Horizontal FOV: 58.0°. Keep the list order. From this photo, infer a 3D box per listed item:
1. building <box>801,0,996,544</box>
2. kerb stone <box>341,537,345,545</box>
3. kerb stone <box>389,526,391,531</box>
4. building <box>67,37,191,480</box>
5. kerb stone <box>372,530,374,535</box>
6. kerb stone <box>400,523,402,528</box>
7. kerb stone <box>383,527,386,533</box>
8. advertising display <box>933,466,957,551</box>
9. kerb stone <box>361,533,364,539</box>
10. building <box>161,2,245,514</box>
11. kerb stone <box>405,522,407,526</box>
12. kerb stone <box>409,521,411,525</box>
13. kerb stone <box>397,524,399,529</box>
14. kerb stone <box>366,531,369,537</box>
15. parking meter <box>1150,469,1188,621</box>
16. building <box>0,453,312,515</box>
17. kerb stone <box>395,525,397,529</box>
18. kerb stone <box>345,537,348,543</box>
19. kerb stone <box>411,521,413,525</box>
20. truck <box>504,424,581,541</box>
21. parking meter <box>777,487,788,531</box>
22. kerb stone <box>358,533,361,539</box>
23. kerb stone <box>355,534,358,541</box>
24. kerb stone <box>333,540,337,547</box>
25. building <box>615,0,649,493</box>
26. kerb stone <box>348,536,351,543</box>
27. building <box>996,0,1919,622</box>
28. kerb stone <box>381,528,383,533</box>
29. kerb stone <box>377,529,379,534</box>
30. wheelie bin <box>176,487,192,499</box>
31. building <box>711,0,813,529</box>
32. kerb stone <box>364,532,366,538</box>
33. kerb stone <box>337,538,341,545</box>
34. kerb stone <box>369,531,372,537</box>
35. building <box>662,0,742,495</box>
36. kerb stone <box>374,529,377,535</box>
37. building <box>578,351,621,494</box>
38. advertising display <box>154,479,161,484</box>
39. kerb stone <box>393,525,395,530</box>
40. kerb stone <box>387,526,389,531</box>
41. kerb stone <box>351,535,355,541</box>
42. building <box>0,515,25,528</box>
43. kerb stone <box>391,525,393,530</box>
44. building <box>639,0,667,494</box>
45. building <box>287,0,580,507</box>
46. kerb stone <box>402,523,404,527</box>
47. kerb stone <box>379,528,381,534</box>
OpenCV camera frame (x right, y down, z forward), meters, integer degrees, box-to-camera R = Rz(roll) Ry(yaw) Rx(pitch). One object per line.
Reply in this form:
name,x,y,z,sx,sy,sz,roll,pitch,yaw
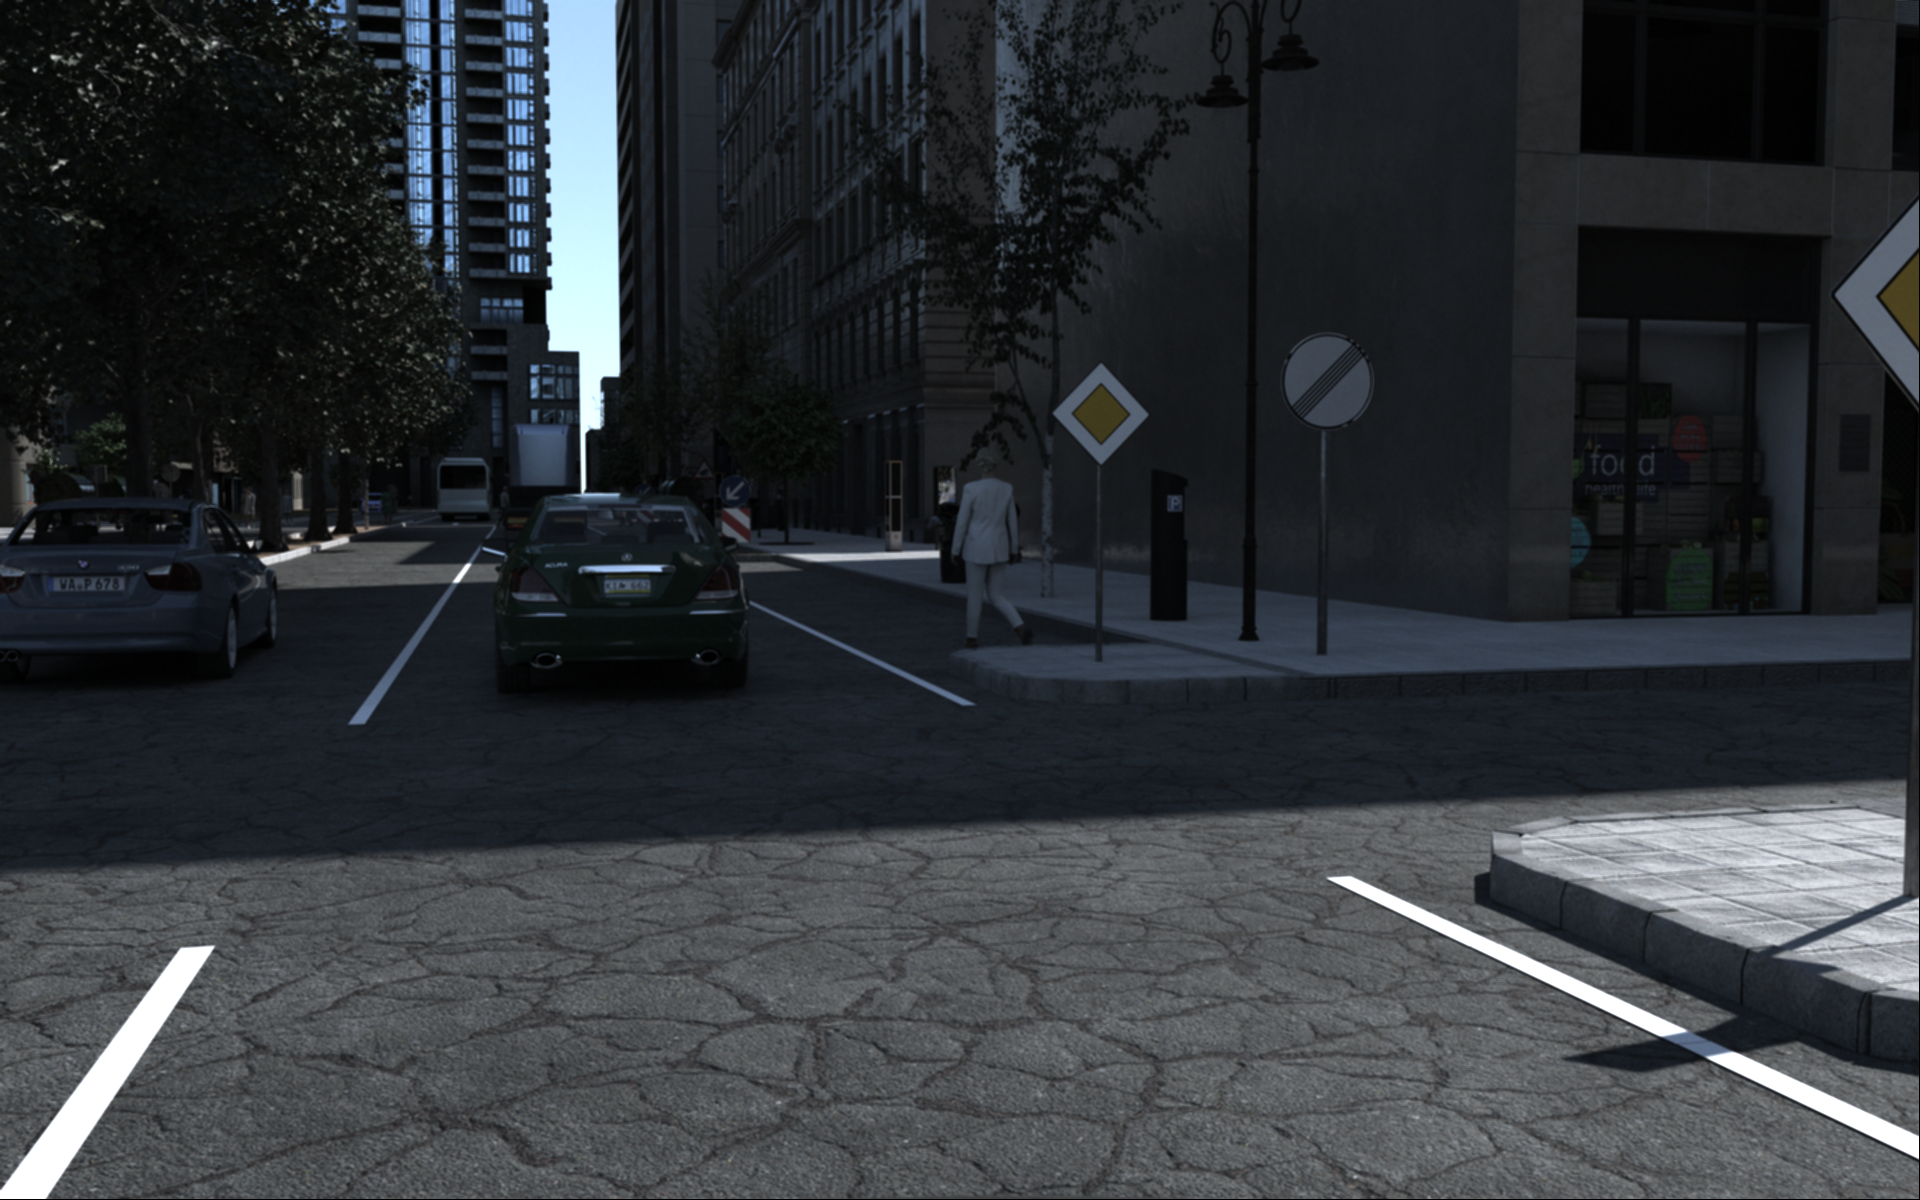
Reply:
building,1.389,-12.519,53.837,9.793,20.994,18.267,-1,4,-14
kerb stone,-17.513,-1.625,48.802,0.120,0.150,1.000,-1,4,-14
kerb stone,-22.084,-2.720,66.671,0.120,0.150,1.000,-1,4,-14
building,-56.686,-30.593,89.428,28.713,52.752,27.495,-1,4,-14
kerb stone,-20.054,-2.235,58.736,0.120,0.150,1.000,-1,4,-14
kerb stone,-23.604,-3.081,72.643,0.120,0.150,1.000,-1,4,-14
kerb stone,-21.322,-2.535,63.699,0.120,0.150,1.000,-1,4,-14
advertising display,-0.339,-2.106,39.653,0.123,1.923,0.974,2,4,26
kerb stone,-19.036,-1.991,54.750,0.120,0.150,1.000,-1,4,-14
building,-54.807,-28.226,111.613,14.600,45.320,14.200,-1,4,-14
kerb stone,-24.371,-3.265,75.628,0.120,0.150,1.000,-1,4,-14
kerb stone,-25.130,-3.451,78.615,0.120,0.150,1.000,-1,4,-14
kerb stone,-23.103,-2.963,70.660,0.120,0.150,1.000,-1,4,-14
kerb stone,-19.551,-2.112,56.742,0.120,0.150,1.000,-1,4,-14
parking meter,2.128,-0.564,17.630,0.372,1.533,0.369,0,3,0
building,-67.414,-17.722,134.793,28.899,21.520,27.650,-1,4,-14
kerb stone,-22.847,-2.894,69.661,0.120,0.150,1.000,-1,4,-14
kerb stone,-17.773,-1.688,49.791,0.120,0.150,1.000,-1,4,-14
kerb stone,-25.377,-3.511,79.618,0.120,0.150,1.000,-1,4,-14
truck,-14.704,-4.369,61.199,2.967,4.110,18.799,-1,4,-14
parking meter,-6.169,-3.176,60.336,0.372,1.533,0.369,0,3,0
kerb stone,-18.787,-1.930,53.758,0.120,0.150,1.000,-1,4,-14
kerb stone,-18.532,-1.870,52.764,0.120,0.150,1.000,-1,4,-14
kerb stone,-17.018,-1.505,46.807,0.120,0.150,1.000,-1,4,-14
building,-18.047,-32.150,149.350,21.300,48.544,21.600,-1,4,-14
kerb stone,-18.031,-1.748,50.781,0.120,0.150,1.000,-1,4,-14
building,19.580,-13.790,29.981,34.151,26.468,19.350,-1,4,-14
kerb stone,-21.074,-2.478,62.707,0.120,0.150,1.000,-1,4,-14
kerb stone,-20.565,-2.357,60.726,0.120,0.150,1.000,-1,4,-14
wheelie bin,-34.733,-4.260,77.564,0.693,1.594,0.980,-2,4,-26
building,-3.203,-17.005,75.298,12.463,27.353,25.104,-1,4,-14
kerb stone,-19.294,-2.052,55.739,0.120,0.150,1.000,-1,4,-14
kerb stone,-17.273,-1.567,47.808,0.120,0.150,1.000,-1,4,-14
kerb stone,-19.806,-2.174,57.743,0.120,0.150,1.000,-1,4,-14
building,-8.334,-34.761,110.347,21.231,58.520,28.212,-1,4,-14
kerb stone,-20.309,-2.296,59.734,0.120,0.150,1.000,-1,4,-14
building,-24.276,-53.263,183.522,31.000,86.520,22.319,-1,4,-14
advertising display,-34.189,-4.160,73.225,0.974,1.923,0.123,1,4,22
kerb stone,-22.595,-2.842,68.658,0.120,0.150,1.000,-1,4,-14
kerb stone,-21.832,-2.659,65.679,0.120,0.150,1.000,-1,4,-14
kerb stone,-18.277,-1.809,51.773,0.120,0.150,1.000,-1,4,-14
building,-47.970,-12.950,56.769,27.650,21.520,28.899,-1,4,-14
kerb stone,-22.332,-2.781,67.663,0.120,0.150,1.000,-1,4,-14
building,-16.542,-29.384,130.541,14.600,45.320,14.200,-1,4,-14
building,-55.254,-52.813,176.167,31.000,86.520,22.319,-1,4,-14
kerb stone,-23.856,-3.146,73.634,0.120,0.150,1.000,-1,4,-14
kerb stone,-20.818,-2.417,61.717,0.120,0.150,1.000,-1,4,-14
